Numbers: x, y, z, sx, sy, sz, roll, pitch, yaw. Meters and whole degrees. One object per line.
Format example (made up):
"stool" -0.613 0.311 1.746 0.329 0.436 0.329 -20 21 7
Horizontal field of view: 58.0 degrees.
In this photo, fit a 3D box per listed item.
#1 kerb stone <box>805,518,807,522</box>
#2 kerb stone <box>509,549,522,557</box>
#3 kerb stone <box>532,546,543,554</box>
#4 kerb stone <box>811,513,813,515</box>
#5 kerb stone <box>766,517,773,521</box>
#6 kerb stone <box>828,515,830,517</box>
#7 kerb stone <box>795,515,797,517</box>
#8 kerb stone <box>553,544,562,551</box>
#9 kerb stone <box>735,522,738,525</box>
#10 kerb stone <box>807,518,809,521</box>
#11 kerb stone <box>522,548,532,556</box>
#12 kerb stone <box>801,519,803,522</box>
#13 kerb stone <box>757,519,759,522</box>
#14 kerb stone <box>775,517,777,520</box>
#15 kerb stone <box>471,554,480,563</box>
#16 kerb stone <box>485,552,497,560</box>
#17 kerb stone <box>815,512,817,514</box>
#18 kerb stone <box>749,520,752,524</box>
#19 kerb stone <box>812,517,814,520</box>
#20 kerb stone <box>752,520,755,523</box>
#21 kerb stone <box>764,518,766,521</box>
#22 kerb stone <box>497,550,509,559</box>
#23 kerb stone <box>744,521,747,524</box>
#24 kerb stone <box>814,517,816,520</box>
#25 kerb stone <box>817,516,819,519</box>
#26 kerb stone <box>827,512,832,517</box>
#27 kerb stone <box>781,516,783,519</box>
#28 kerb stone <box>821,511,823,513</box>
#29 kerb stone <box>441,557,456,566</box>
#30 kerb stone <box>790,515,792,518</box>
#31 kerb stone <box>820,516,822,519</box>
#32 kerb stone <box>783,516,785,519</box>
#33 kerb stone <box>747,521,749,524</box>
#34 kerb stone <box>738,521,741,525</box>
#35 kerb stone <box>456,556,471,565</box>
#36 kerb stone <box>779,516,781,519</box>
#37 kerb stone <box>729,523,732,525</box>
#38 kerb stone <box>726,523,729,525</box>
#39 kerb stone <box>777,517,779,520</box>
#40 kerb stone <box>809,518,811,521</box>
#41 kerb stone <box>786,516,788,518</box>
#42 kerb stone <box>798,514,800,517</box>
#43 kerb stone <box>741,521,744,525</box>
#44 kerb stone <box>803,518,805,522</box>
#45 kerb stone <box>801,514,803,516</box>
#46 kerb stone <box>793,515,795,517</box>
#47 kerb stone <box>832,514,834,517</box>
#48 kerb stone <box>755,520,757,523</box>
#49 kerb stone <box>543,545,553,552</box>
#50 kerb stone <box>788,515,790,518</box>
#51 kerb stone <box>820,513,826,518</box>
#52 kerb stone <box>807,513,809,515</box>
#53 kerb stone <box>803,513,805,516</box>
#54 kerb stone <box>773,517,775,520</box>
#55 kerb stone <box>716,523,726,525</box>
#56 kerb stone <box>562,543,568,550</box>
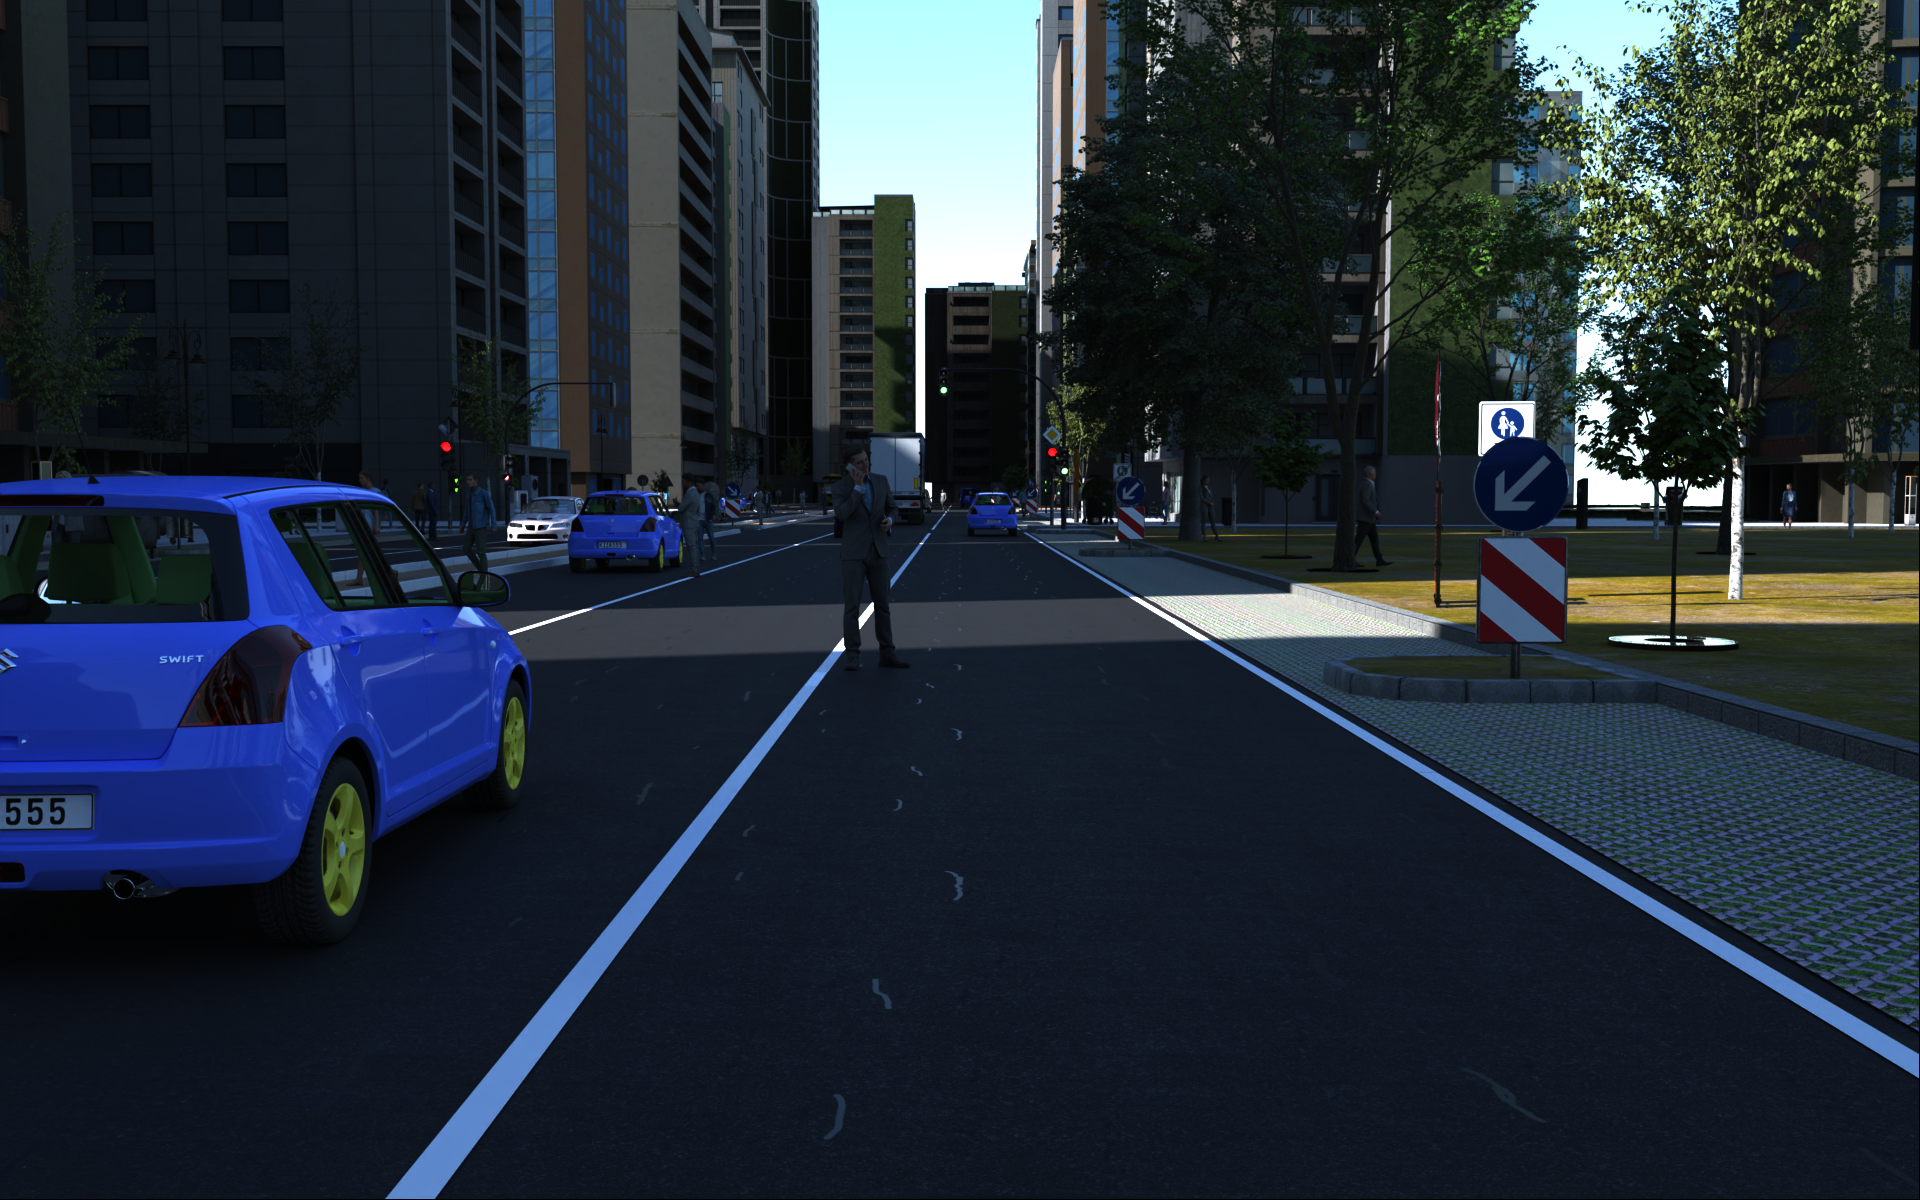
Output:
"kerb stone" -8.112 -4.096 89.162 0.120 0.150 1.000 0 3 0
"kerb stone" -10.209 -1.050 39.359 0.120 0.150 1.000 0 3 0
"kerb stone" -10.213 -1.174 41.405 0.120 0.150 1.000 0 3 0
"kerb stone" -10.204 -5.784 116.835 0.120 0.150 1.000 0 3 0
"kerb stone" -10.214 -4.283 92.223 0.120 0.150 1.000 0 3 0
"kerb stone" -8.105 -5.036 104.528 0.120 0.150 1.000 0 3 0
"kerb stone" -10.210 -5.093 105.536 0.120 0.150 1.000 0 3 0
"kerb stone" -10.216 -1.301 43.459 0.120 0.150 1.000 0 3 0
"kerb stone" -10.206 -3.405 77.868 0.120 0.150 1.000 0 3 0
"kerb stone" -8.114 -4.155 90.187 0.120 0.150 1.000 0 3 0
"kerb stone" -10.211 -1.112 40.381 0.120 0.150 1.000 0 3 0
"kerb stone" -8.112 -3.970 87.111 0.120 0.150 1.000 0 3 0
"kerb stone" -10.212 -3.907 86.076 0.120 0.150 1.000 0 3 0
"kerb stone" -10.202 -4.408 94.272 0.120 0.150 1.000 0 3 0
"kerb stone" -10.213 -0.862 36.286 0.120 0.150 1.000 0 3 0
"kerb stone" -10.215 -0.925 37.313 0.120 0.150 1.000 0 3 0
"kerb stone" -10.208 -5.970 119.903 0.120 0.150 1.000 0 3 0
"kerb stone" -10.211 -3.718 83.006 0.120 0.150 1.000 0 3 0
"kerb stone" -8.113 -4.346 93.258 0.120 0.150 1.000 0 3 0
"kerb stone" -10.212 -3.779 84.030 0.120 0.150 1.000 0 3 0
"kerb stone" -10.212 -4.095 89.151 0.120 0.150 1.000 0 3 0
"kerb stone" -10.220 -0.987 38.337 0.120 0.150 1.000 0 3 0
"kerb stone" -10.211 -3.593 80.945 0.120 0.150 1.000 0 3 0
"kerb stone" -8.103 -4.405 94.281 0.120 0.150 1.000 0 3 0
"kerb stone" -8.105 -4.534 96.328 0.120 0.150 1.000 0 3 0
"kerb stone" -8.108 -5.161 106.572 0.120 0.150 1.000 0 3 0
"kerb stone" -10.209 -4.596 97.342 0.120 0.150 1.000 0 3 0
"kerb stone" -10.205 -6.289 125.026 0.120 0.150 1.000 0 3 0
"kerb stone" -10.217 -0.731 34.236 0.120 0.150 1.000 0 3 0
"kerb stone" -10.202 -4.910 102.469 0.120 0.150 1.000 0 3 0
"kerb stone" -8.105 -4.660 98.382 0.120 0.150 1.000 0 3 0
"kerb stone" -10.211 -4.659 98.375 0.120 0.150 1.000 0 3 0
"kerb stone" -10.214 -3.656 81.973 0.120 0.150 1.000 0 3 0
"kerb stone" -10.215 -3.460 78.891 0.120 0.150 1.000 0 3 0
"kerb stone" -10.216 -0.799 35.258 0.120 0.150 1.000 0 3 0
"kerb stone" -10.207 -4.530 96.317 0.120 0.150 1.000 0 3 0
"kerb stone" -10.210 -3.280 75.822 0.120 0.150 1.000 0 3 0
"kerb stone" -10.210 -3.217 74.796 0.120 0.150 1.000 0 3 0
"kerb stone" -10.212 -4.471 95.294 0.120 0.150 1.000 0 3 0
"kerb stone" -8.107 -4.221 91.209 0.120 0.150 1.000 0 3 0
"kerb stone" -10.214 -4.784 100.421 0.120 0.150 1.000 0 3 0
"kerb stone" -10.216 -5.223 107.590 0.120 0.150 1.000 0 3 0
"kerb stone" -10.210 -3.530 79.916 0.120 0.150 1.000 0 3 0
"kerb stone" -8.110 -4.033 88.136 0.120 0.150 1.000 0 3 0
"kerb stone" -10.208 -5.349 109.646 0.120 0.150 1.000 0 3 0
"kerb stone" -10.213 -5.035 104.513 0.120 0.150 1.000 0 3 0
"kerb stone" -8.109 -5.223 107.595 0.120 0.150 1.000 0 3 0
"kerb stone" -10.208 -3.844 85.052 0.120 0.150 1.000 0 3 0
"kerb stone" -10.213 -1.238 42.435 0.120 0.150 1.000 0 3 0
"kerb stone" -10.206 -4.847 101.446 0.120 0.150 1.000 0 3 0
"kerb stone" -8.111 -4.848 101.460 0.120 0.150 1.000 0 3 0
"kerb stone" -10.202 -5.595 113.759 0.120 0.150 1.000 0 3 0
"kerb stone" -10.203 -5.407 110.676 0.120 0.150 1.000 0 3 0
"kerb stone" -10.210 -4.342 93.250 0.120 0.150 1.000 0 3 0
"kerb stone" -10.214 -3.154 73.769 0.120 0.150 1.000 0 3 0
"kerb stone" -10.219 -1.360 44.481 0.120 0.150 1.000 0 3 0
